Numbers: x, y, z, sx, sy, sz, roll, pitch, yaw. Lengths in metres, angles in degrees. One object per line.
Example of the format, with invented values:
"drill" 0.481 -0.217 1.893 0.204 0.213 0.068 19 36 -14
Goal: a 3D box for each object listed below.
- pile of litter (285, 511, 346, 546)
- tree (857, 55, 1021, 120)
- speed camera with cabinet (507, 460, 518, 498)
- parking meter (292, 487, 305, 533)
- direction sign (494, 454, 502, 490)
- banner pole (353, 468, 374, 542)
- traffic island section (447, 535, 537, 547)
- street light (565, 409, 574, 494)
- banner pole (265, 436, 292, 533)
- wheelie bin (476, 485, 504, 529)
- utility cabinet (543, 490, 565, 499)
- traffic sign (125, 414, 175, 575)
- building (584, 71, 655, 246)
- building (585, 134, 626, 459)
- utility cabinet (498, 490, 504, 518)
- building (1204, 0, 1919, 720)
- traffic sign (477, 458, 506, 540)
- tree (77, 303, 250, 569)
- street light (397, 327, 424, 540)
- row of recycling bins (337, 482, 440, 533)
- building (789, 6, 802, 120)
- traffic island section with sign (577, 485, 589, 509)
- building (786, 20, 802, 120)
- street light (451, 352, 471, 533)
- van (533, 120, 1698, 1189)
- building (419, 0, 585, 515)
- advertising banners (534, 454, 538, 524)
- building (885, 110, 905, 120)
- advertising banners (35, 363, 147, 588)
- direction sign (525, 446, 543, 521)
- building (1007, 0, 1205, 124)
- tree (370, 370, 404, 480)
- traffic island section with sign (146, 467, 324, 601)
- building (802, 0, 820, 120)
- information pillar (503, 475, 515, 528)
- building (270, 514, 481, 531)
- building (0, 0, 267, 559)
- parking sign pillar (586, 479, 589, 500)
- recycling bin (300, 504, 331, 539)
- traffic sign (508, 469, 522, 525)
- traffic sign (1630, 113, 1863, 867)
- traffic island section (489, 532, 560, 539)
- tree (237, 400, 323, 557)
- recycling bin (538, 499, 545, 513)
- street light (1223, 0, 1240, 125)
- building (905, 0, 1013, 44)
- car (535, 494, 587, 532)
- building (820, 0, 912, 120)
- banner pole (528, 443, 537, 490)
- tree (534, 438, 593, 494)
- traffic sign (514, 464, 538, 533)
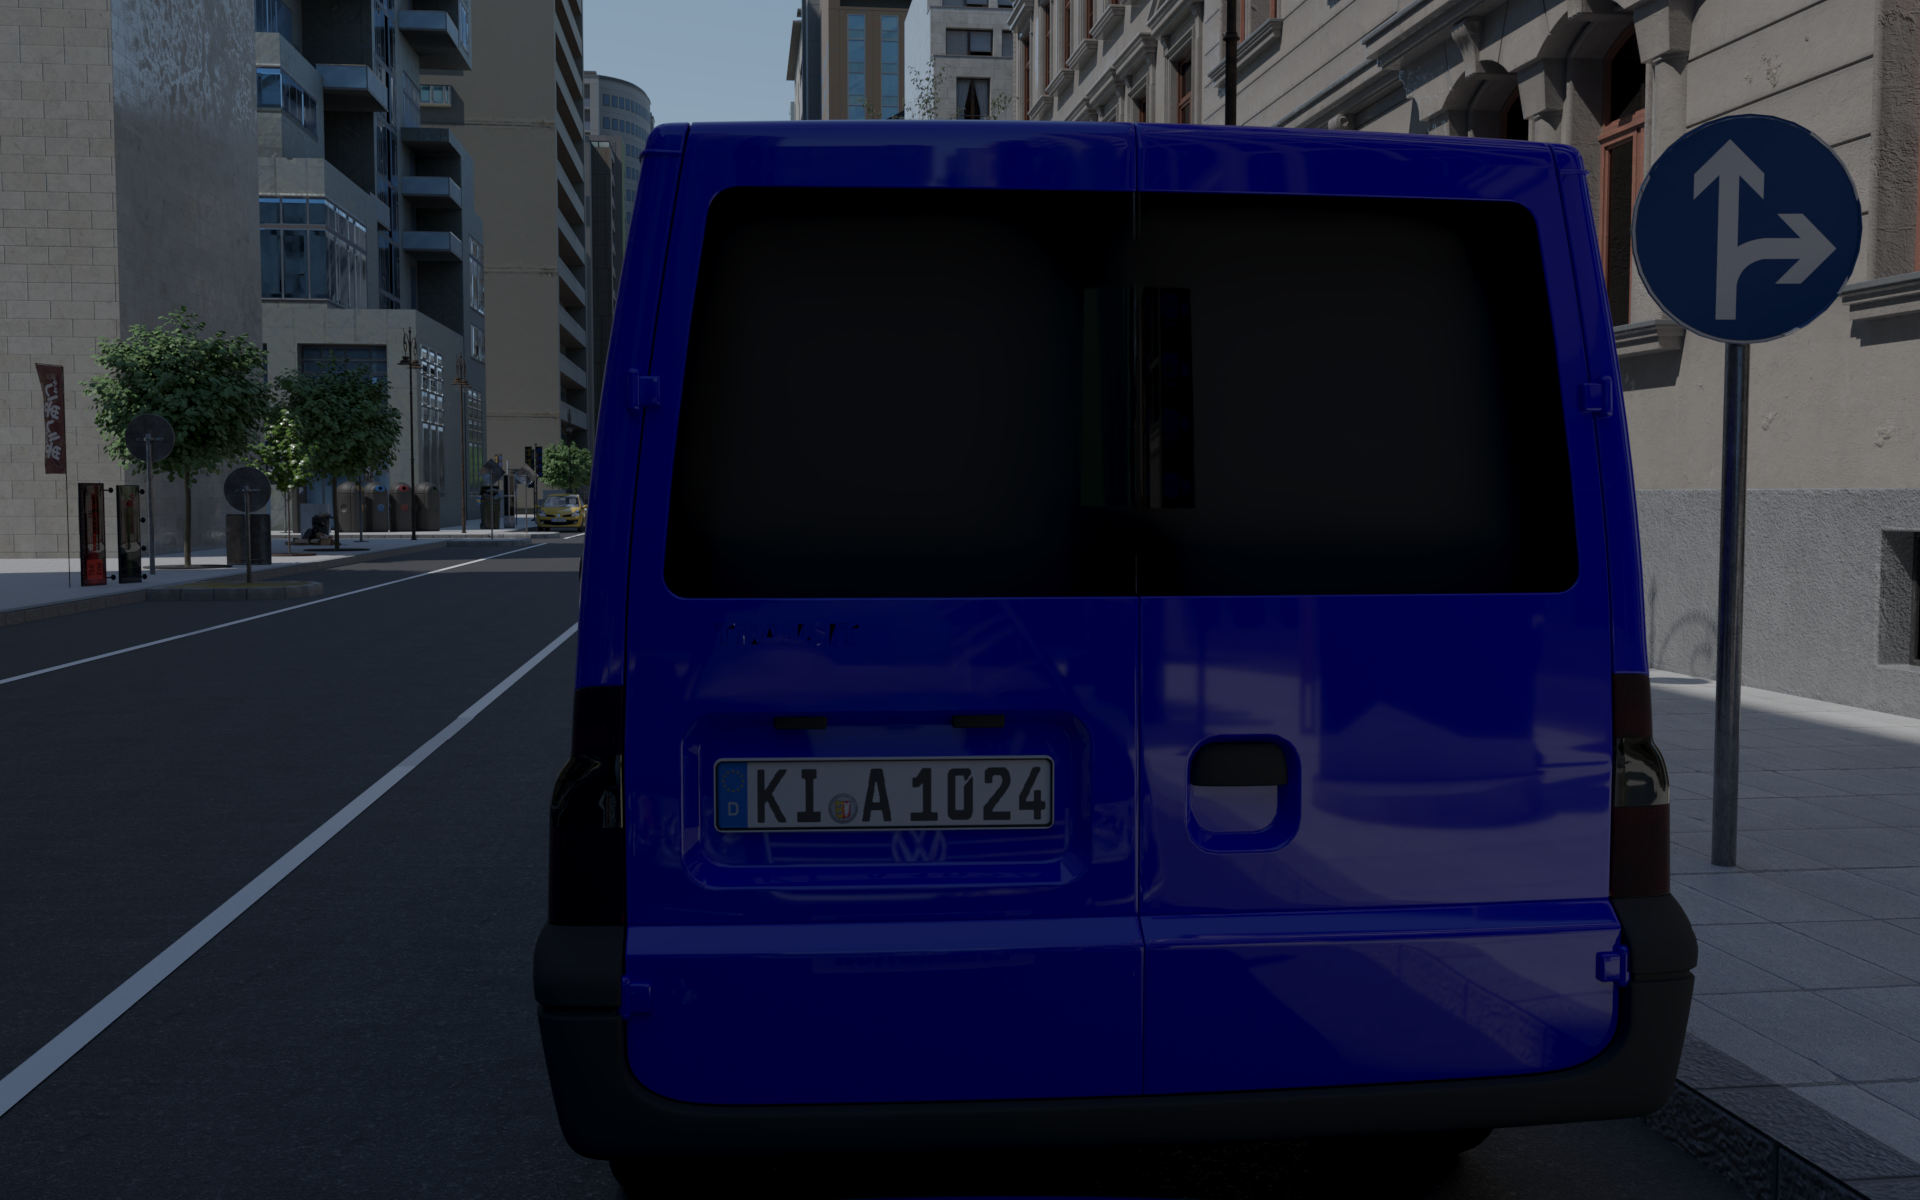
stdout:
"pile of litter" -16.185 -1.805 43.471 1.719 0.858 1.176 3 4 37
"tree" -0.039 -4.838 29.469 4.360 8.622 3.978 0 3 0
"speed camera with cabinet" -26.707 -6.542 101.305 0.660 3.252 2.038 1 4 23
"parking meter" -21.662 -3.120 56.730 0.255 1.863 0.399 1 4 22
"direction sign" -26.199 -6.506 98.364 0.379 3.537 0.876 -3 5 -41
"banner pole" -15.963 -3.451 46.437 0.401 3.779 0.863 1 4 13
"traffic island section" -13.212 -1.624 48.839 2.009 0.180 2.903 0 4 -7
"street light" -21.078 -7.389 93.606 0.468 5.910 1.993 0 4 -7
"banner pole" -22.421 -4.087 56.840 0.863 3.779 0.401 -1 4 -18
"wheelie bin" -17.072 -3.374 63.065 0.980 1.594 0.693 -2 4 -31
"utility cabinet" -22.345 -5.304 95.402 1.173 1.500 0.318 0 4 0
"traffic sign" -12.875 -1.678 27.540 0.768 2.556 0.104 0 4 -5
"building" -53.760 -42.819 242.083 21.231 58.520 28.212 0 4 -7
"building" -44.360 -31.044 191.160 14.154 41.232 14.086 0 4 -7
"utility cabinet" -24.865 -5.126 92.496 1.173 1.500 0.318 2 4 31
"building" 11.000 -13.898 14.617 14.401 28.519 23.554 0 4 -7
"traffic sign" -13.190 -2.761 48.780 0.795 2.450 0.064 0 4 -7
"tree" -13.486 -2.830 29.981 4.285 4.588 4.351 0 3 0
"street light" -15.196 -4.601 48.015 0.468 5.910 1.993 0 4 -7
"row of recycling bins" -19.349 -3.148 58.577 3.534 1.692 1.069 -3 5 -44
"building" -18.003 -58.885 275.438 22.319 86.520 31.000 0 4 -7
"traffic island section with sign" -17.008 -4.276 78.547 1.989 1.847 2.006 0 4 -7
"building" -4.411 -36.902 192.584 28.713 52.752 27.495 0 4 -7
"street light" -16.264 -5.127 56.612 0.468 5.910 1.993 0 4 -7
"van" 0.007 -0.057 5.316 2.240 2.365 5.245 0 4 -6
"building" -36.766 -30.078 115.482 21.300 48.544 21.600 0 4 -7
"advertising banners" -17.919 -4.716 73.287 0.090 3.025 2.074 -1 4 -16
"building" -1.109 -16.669 101.415 11.050 23.489 19.941 0 4 -7
"advertising banners" -12.107 -1.711 24.166 0.090 3.025 2.074 1 4 12
"direction sign" -20.227 -5.520 82.248 0.876 3.537 0.379 1 4 11
"building" 7.663 -12.294 37.159 11.583 22.565 21.152 0 4 -7
"tree" -14.172 -3.399 39.290 4.285 4.588 4.351 0 3 0
"traffic island section with sign" -10.099 -0.961 24.335 1.989 1.847 2.006 0 4 -7
"building" -4.363 -38.034 163.852 21.231 58.520 28.212 0 4 -7
"information pillar" -16.989 -3.716 65.241 0.304 2.012 0.304 2 4 31
"building" -32.009 -46.452 72.156 22.319 86.520 31.000 0 4 -7
"building" -25.638 -11.212 38.074 16.860 20.320 10.420 0 4 -7
"parking sign pillar" -25.553 -8.086 120.684 1.447 3.967 1.447 0 4 -5
"recycling bin" -17.139 -2.050 46.077 0.722 1.027 0.722 -1 4 -17
"traffic sign" -18.098 -4.189 70.620 0.606 2.300 0.079 0 4 -2
"traffic sign" 2.646 -0.356 5.921 0.768 2.556 0.104 0 4 2
"traffic island section" -14.222 -2.109 56.760 2.009 0.180 2.903 0 4 -7
"tree" -14.033 -2.519 35.794 1.663 3.219 1.824 0 3 0
"recycling bin" -20.714 -4.556 87.047 0.722 1.027 0.722 3 5 40
"street light" 1.662 -2.317 10.676 0.468 5.910 1.993 0 4 -7
"building" 6.768 -12.947 66.439 16.860 20.320 10.420 0 4 -7
"car" -15.264 -3.448 66.590 2.015 1.641 3.980 0 4 -8
"building" -4.239 -30.142 142.934 14.600 45.320 14.200 0 4 -7
"banner pole" -21.103 -5.849 85.644 0.863 3.779 0.401 2 4 35
"tree" -23.390 -7.419 105.012 4.285 4.588 4.351 0 3 0
"traffic sign" -14.200 -3.245 56.702 0.795 2.450 0.064 0 4 -7
